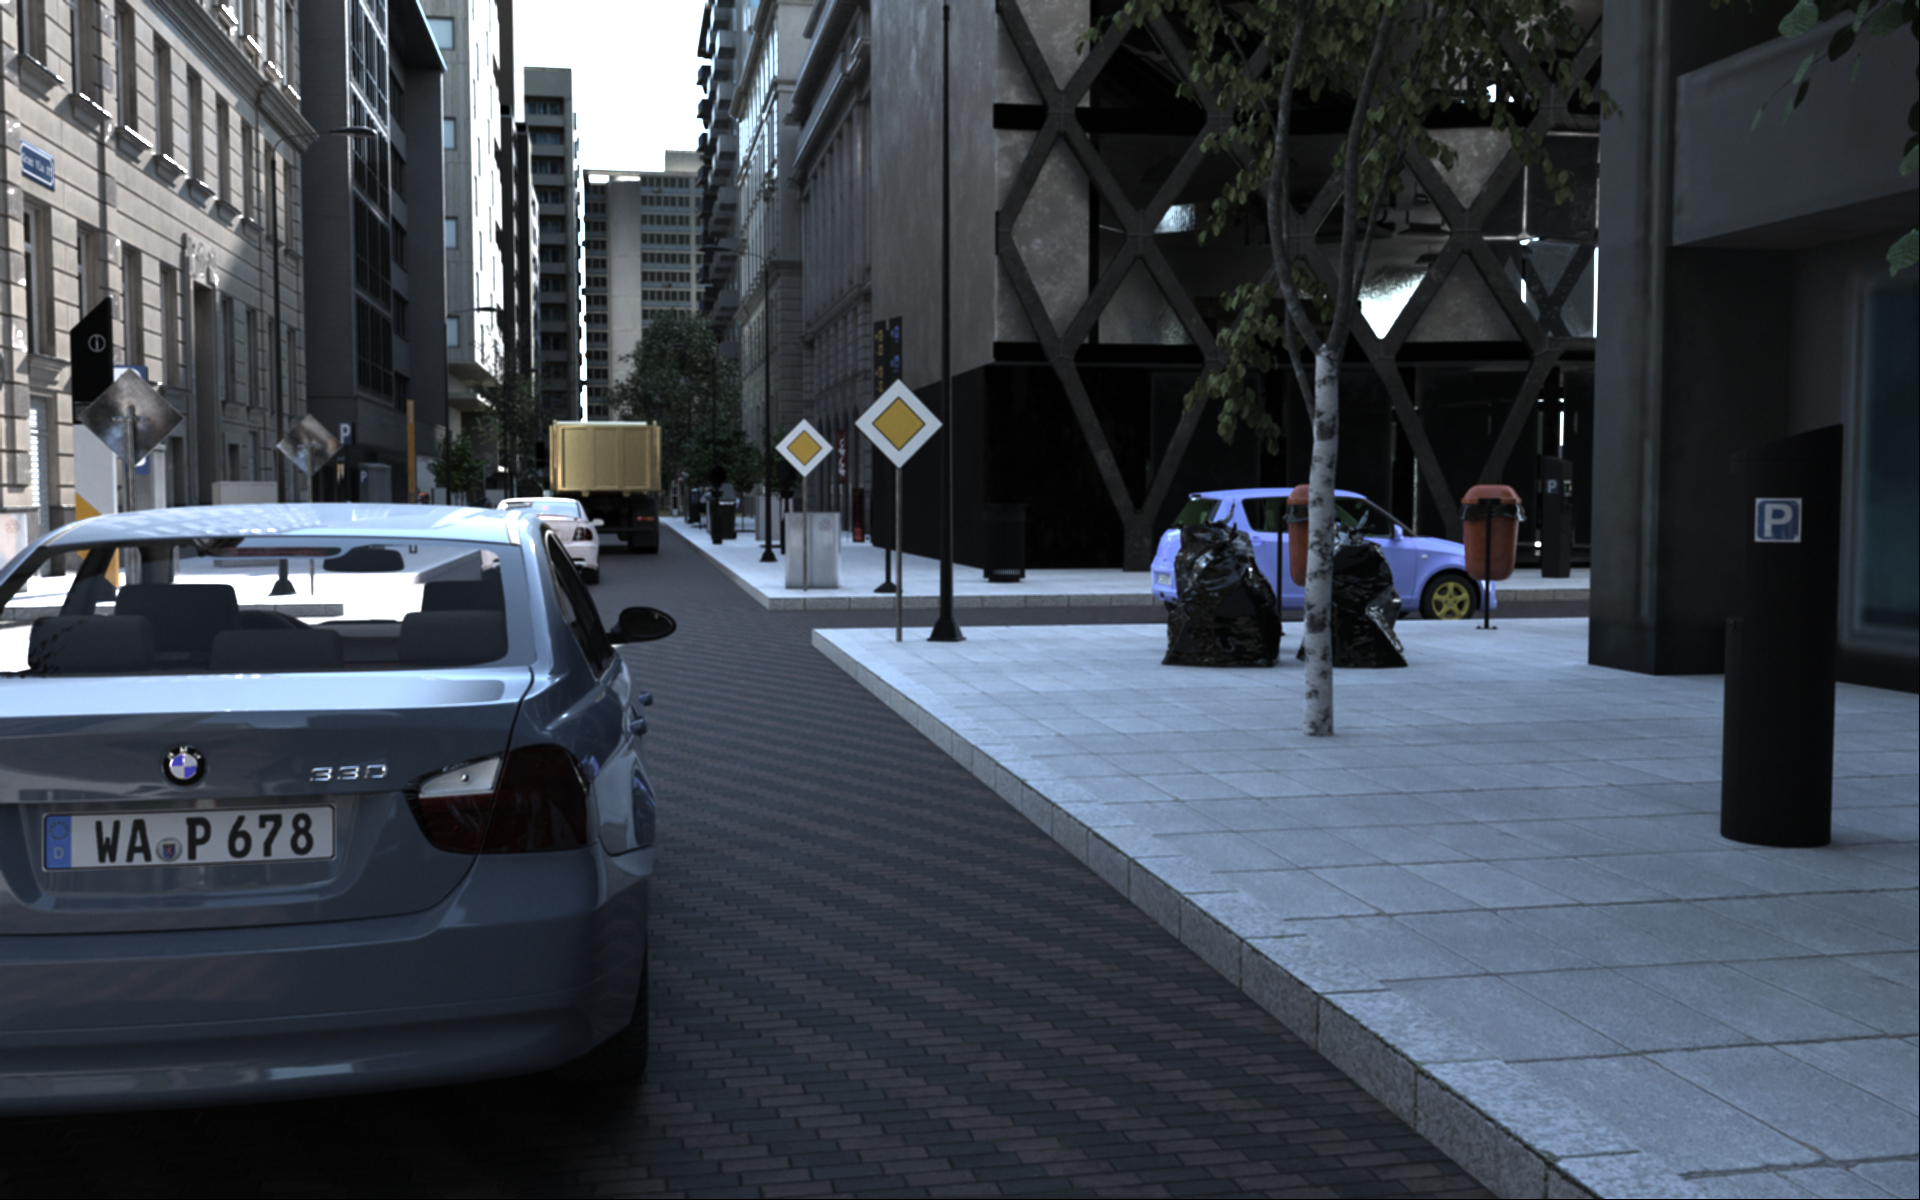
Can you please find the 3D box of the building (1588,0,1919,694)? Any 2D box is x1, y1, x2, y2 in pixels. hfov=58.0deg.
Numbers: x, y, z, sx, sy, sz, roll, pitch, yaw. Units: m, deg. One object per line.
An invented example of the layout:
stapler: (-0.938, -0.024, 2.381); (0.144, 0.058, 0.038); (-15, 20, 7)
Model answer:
building: (17.188, -23.218, 3.312); (21.300, 48.544, 21.600); (-1, 4, -11)

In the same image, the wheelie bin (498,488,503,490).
wheelie bin: (-23.684, -4.971, 89.180); (0.693, 1.594, 0.980); (0, 4, 3)

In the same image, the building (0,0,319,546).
building: (-21.297, -14.509, 34.486); (12.463, 27.353, 25.104); (-1, 4, -11)

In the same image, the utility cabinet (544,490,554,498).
utility cabinet: (-22.241, -5.201, 93.710); (0.318, 1.500, 1.173); (-2, 4, -32)

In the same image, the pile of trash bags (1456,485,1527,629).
pile of trash bags: (6.413, -0.393, 16.176); (3.447, 1.369, 1.912); (1, 4, 21)

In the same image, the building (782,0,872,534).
building: (1.347, -13.489, 62.346); (13.314, 21.916, 24.055); (-1, 4, -11)

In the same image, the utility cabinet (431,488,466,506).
utility cabinet: (-18.329, -3.268, 62.103); (1.173, 1.500, 0.318); (-2, 4, -35)

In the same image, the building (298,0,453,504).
building: (-27.145, -14.865, 62.116); (14.314, 24.678, 30.058); (-1, 4, -11)

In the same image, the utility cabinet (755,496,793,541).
utility cabinet: (-5.149, -2.253, 47.992); (1.020, 1.237, 0.306); (-2, 4, -26)

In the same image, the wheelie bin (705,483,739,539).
wheelie bin: (-6.777, -2.525, 49.186); (0.980, 1.594, 0.693); (-2, 4, -28)

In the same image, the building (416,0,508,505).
building: (-42.493, -31.552, 105.113); (28.713, 52.752, 27.495); (-1, 4, -11)

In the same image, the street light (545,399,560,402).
street light: (-20.231, -6.874, 84.928); (1.470, 5.913, 1.316); (-1, 4, -11)

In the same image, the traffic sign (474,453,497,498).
traffic sign: (-14.745, -3.277, 53.691); (0.768, 2.556, 0.104); (0, 4, -2)

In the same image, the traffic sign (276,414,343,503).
traffic sign: (-8.138, -1.105, 21.709); (0.795, 2.450, 0.064); (-1, 4, -11)

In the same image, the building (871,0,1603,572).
building: (7.634, -10.278, 35.492); (16.811, 18.784, 16.820); (-1, 4, -11)

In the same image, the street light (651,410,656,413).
street light: (-16.441, -7.576, 96.407); (1.470, 5.913, 1.316); (-1, 4, -11)

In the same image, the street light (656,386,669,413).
street light: (-12.203, -6.250, 74.723); (1.470, 5.913, 1.316); (-1, 4, -11)

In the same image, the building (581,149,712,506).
building: (-30.920, -30.959, 198.056); (23.993, 40.220, 32.217); (-1, 4, -11)

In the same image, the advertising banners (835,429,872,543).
advertising banners: (-2.687, -3.053, 46.102); (0.090, 3.025, 2.074); (-3, 5, -40)

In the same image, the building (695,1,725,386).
building: (-12.368, -30.706, 156.667); (22.147, 44.769, 28.867); (-1, 4, -11)

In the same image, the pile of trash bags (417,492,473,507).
pile of trash bags: (-26.093, -4.755, 87.492); (1.912, 1.369, 3.447); (1, 4, 23)

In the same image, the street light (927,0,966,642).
street light: (-0.651, -2.592, 14.922); (1.470, 5.913, 1.316); (-1, 4, -11)

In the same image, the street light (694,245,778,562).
street light: (-4.168, -3.674, 32.616); (1.470, 5.913, 1.316); (-1, 4, -11)

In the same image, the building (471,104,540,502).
building: (-38.976, -21.771, 127.661); (14.160, 30.474, 14.107); (-1, 4, -11)

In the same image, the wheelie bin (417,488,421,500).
wheelie bin: (-29.199, -5.184, 92.672); (0.980, 1.594, 0.693); (1, 4, 14)

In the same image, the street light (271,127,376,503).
street light: (-8.077, -3.023, 21.963); (1.470, 5.913, 1.316); (-1, 4, -11)

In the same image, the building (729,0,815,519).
building: (-4.424, -17.663, 86.055); (12.463, 27.353, 25.104); (-1, 4, -11)

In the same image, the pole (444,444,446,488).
pole: (-19.187, -4.338, 64.778); (0.158, 3.312, 0.155); (0, 3, 0)

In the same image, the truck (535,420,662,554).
truck: (-9.316, -3.004, 45.044); (3.469, 3.379, 9.791); (-1, 4, -13)

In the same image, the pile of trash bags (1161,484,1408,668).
pile of trash bags: (2.752, -0.279, 14.312); (1.912, 1.369, 3.447); (1, 4, 16)

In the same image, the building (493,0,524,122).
building: (-42.835, -30.030, 141.105); (14.600, 45.320, 14.200); (-1, 4, -11)

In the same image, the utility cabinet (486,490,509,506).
utility cabinet: (-22.785, -4.673, 85.077); (1.173, 1.500, 0.318); (-3, 4, -36)

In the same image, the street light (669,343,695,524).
street light: (-8.154, -4.959, 53.621); (1.470, 5.913, 1.316); (-1, 4, -11)

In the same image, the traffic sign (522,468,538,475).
traffic sign: (-20.828, -5.127, 83.935); (0.768, 2.556, 0.104); (0, 4, -6)

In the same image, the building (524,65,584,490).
building: (-52.157, -34.487, 187.569); (21.600, 48.544, 21.300); (-1, 4, -11)

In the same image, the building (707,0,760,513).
building: (-6.917, -31.049, 127.255); (23.786, 49.044, 30.456); (-1, 4, -11)

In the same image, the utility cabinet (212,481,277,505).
utility cabinet: (-12.615, -1.347, 30.704); (0.318, 1.500, 1.173); (3, 5, 39)

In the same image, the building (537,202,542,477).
building: (-45.594, -23.639, 158.198); (14.107, 30.474, 14.160); (-1, 4, -11)

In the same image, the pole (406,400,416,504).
pole: (-11.869, -2.669, 37.486); (0.158, 3.312, 0.155); (0, 3, 0)

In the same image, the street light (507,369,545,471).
street light: (-16.287, -5.603, 64.143); (1.470, 5.913, 1.316); (-1, 4, -11)

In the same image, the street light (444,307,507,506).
street light: (-12.165, -4.308, 42.984); (1.470, 5.913, 1.316); (-1, 4, -11)
